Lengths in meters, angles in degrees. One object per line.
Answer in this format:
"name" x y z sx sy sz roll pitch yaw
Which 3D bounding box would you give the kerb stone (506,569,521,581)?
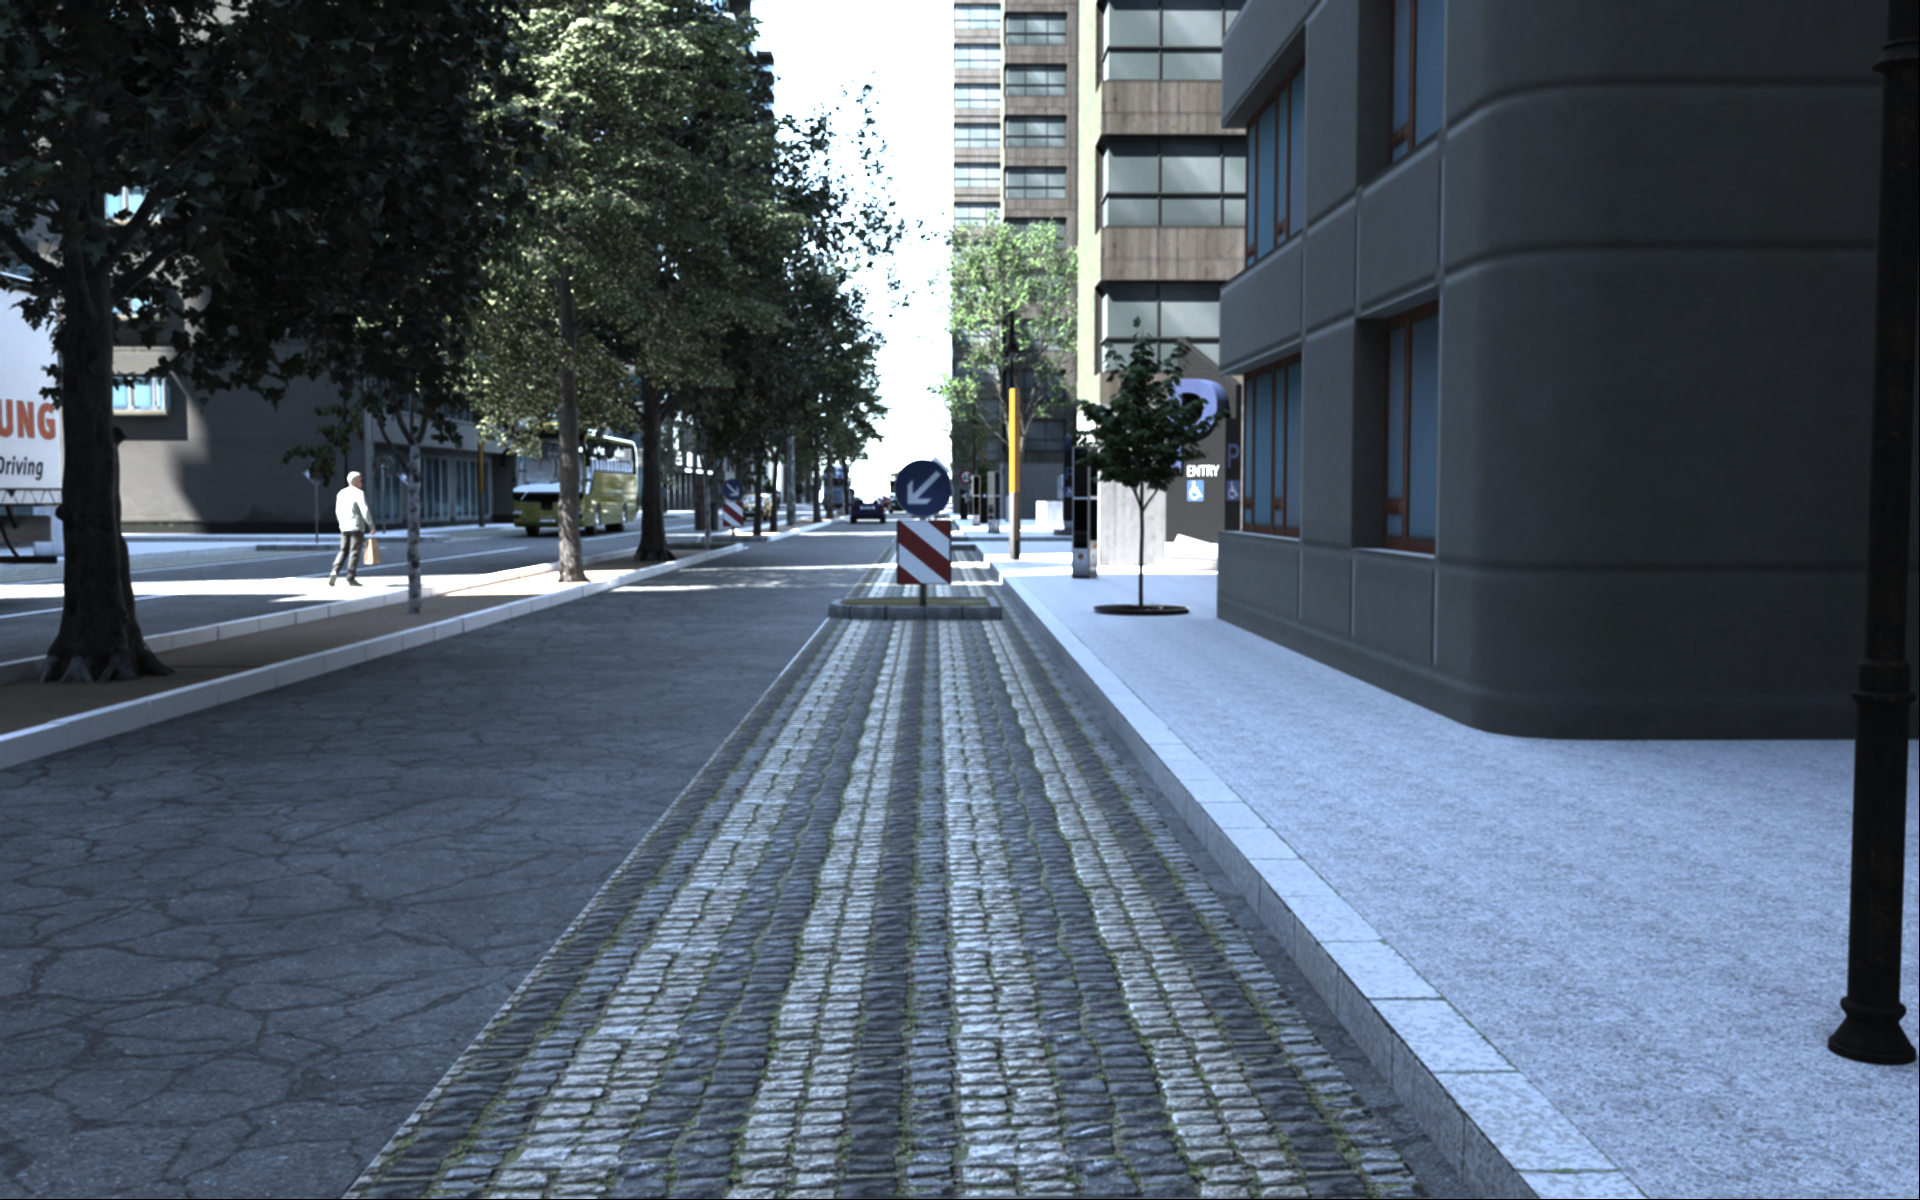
"kerb stone" -7.490 -0.396 28.671 0.120 0.150 1.000 0 4 -1

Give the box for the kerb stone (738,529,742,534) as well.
"kerb stone" -8.030 -2.437 62.052 0.120 0.150 1.000 0 4 -1

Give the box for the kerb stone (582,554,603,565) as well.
"kerb stone" -7.604 -0.830 35.841 0.120 0.150 1.000 0 4 -1

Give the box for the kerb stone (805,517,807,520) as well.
"kerb stone" -8.538 -4.380 93.807 0.120 0.150 1.000 0 4 -1

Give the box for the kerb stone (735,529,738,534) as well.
"kerb stone" -8.018 -2.375 61.030 0.120 0.150 1.000 0 4 -1

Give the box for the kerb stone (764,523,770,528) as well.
"kerb stone" -8.214 -3.126 73.297 0.120 0.150 1.000 0 4 -1

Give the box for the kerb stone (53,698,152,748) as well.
"kerb stone" -5.083 0.731 10.242 0.120 0.150 1.000 0 4 -1

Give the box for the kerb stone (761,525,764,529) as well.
"kerb stone" -8.162 -2.938 70.232 0.120 0.150 1.000 0 4 -1

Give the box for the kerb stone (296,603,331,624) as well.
"kerb stone" -7.332 0.168 19.456 0.120 0.150 1.000 0 4 -1

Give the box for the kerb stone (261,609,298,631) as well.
"kerb stone" -7.320 0.233 18.424 0.120 0.150 1.000 0 4 -1

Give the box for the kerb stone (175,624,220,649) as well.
"kerb stone" -7.286 0.361 16.371 0.120 0.150 1.000 0 4 -1

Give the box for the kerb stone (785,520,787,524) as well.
"kerb stone" -8.343 -3.623 81.498 0.120 0.150 1.000 0 4 -1

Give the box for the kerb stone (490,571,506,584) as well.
"kerb stone" -7.472 -0.330 27.647 0.120 0.150 1.000 0 4 -1

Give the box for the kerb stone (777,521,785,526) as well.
"kerb stone" -8.329 -3.561 80.469 0.120 0.150 1.000 0 4 -1

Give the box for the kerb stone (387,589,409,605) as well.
"kerb stone" -7.388 -0.015 22.533 0.120 0.150 1.000 0 4 -1

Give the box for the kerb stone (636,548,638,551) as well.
"kerb stone" -7.684 -1.147 40.957 0.120 0.150 1.000 0 4 -1

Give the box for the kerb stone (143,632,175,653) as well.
"kerb stone" -7.265 0.419 15.348 0.120 0.150 1.000 0 4 -1

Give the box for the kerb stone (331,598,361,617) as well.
"kerb stone" -7.346 0.105 20.484 0.120 0.150 1.000 0 4 -1

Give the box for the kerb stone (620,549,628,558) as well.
"kerb stone" -7.655 -1.019 38.907 0.120 0.150 1.000 0 4 -1

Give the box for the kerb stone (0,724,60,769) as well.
"kerb stone" -5.061 0.799 9.220 0.120 0.150 1.000 0 4 -1

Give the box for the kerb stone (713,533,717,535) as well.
"kerb stone" -7.915 -1.997 54.879 0.120 0.150 1.000 0 4 -1

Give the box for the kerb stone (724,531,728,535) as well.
"kerb stone" -7.964 -2.183 57.948 0.120 0.150 1.000 0 4 -1

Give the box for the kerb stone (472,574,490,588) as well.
"kerb stone" -7.449 -0.271 26.625 0.120 0.150 1.000 0 4 -1

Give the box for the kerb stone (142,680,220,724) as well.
"kerb stone" -5.099 0.668 11.274 0.120 0.150 1.000 0 4 -1

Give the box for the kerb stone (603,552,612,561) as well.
"kerb stone" -7.618 -0.897 36.862 0.120 0.150 1.000 0 4 -1

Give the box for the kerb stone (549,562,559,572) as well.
"kerb stone" -7.531 -0.584 31.738 0.120 0.150 1.000 0 4 -1

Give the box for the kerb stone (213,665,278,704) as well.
"kerb stone" -5.113 0.607 12.297 0.120 0.150 1.000 0 4 -1

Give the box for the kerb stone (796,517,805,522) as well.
"kerb stone" -8.527 -4.317 92.779 0.120 0.150 1.000 0 4 -1

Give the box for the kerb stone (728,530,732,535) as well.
"kerb stone" -7.978 -2.250 58.975 0.120 0.150 1.000 0 4 -1

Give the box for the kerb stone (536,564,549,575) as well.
"kerb stone" -7.511 -0.519 30.716 0.120 0.150 1.000 0 4 -1

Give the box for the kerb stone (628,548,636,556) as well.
"kerb stone" -7.669 -1.082 39.935 0.120 0.150 1.000 0 4 -1

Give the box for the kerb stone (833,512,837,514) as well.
"kerb stone" -9.087 -6.384 126.566 0.120 0.150 1.000 0 4 -1

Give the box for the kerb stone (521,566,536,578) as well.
"kerb stone" -7.495 -0.456 29.693 0.120 0.150 1.000 0 4 -1

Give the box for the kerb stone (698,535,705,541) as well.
"kerb stone" -7.876 -1.874 52.836 0.120 0.150 1.000 0 4 -1

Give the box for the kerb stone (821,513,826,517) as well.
"kerb stone" -8.873 -5.569 113.252 0.120 0.150 1.000 0 4 -1

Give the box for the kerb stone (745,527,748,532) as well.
"kerb stone" -8.063 -2.563 64.095 0.120 0.150 1.000 0 4 -1

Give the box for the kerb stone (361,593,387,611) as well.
"kerb stone" -7.369 0.044 21.507 0.120 0.150 1.000 0 4 -1

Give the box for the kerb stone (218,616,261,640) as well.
"kerb stone" -7.298 0.294 17.393 0.120 0.150 1.000 0 4 -1

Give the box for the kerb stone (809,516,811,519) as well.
"kerb stone" -8.597 -4.566 96.873 0.120 0.150 1.000 0 4 -1

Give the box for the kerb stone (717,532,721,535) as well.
"kerb stone" -7.928 -2.061 55.901 0.120 0.150 1.000 0 4 -1

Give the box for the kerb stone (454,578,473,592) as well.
"kerb stone" -7.437 -0.202 25.603 0.120 0.150 1.000 0 4 -1

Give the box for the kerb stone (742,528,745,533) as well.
"kerb stone" -8.042 -2.500 63.074 0.120 0.150 1.000 0 4 -1

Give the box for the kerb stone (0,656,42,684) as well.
"kerb stone" -7.235 0.546 13.304 0.120 0.150 1.000 0 4 -1

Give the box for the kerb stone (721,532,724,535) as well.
"kerb stone" -7.948 -2.124 56.926 0.120 0.150 1.000 0 4 -1

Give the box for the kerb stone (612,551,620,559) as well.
"kerb stone" -7.633 -0.960 37.885 0.120 0.150 1.000 0 4 -1

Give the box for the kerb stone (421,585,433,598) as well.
"kerb stone" -7.406 -0.083 23.555 0.120 0.150 1.000 0 4 -1

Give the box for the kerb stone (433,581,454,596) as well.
"kerb stone" -7.421 -0.144 24.578 0.120 0.150 1.000 0 4 -1

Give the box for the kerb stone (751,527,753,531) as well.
"kerb stone" -8.100 -2.688 66.139 0.120 0.150 1.000 0 4 -1

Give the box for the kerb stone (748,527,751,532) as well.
"kerb stone" -8.072 -2.624 65.117 0.120 0.150 1.000 0 4 -1
